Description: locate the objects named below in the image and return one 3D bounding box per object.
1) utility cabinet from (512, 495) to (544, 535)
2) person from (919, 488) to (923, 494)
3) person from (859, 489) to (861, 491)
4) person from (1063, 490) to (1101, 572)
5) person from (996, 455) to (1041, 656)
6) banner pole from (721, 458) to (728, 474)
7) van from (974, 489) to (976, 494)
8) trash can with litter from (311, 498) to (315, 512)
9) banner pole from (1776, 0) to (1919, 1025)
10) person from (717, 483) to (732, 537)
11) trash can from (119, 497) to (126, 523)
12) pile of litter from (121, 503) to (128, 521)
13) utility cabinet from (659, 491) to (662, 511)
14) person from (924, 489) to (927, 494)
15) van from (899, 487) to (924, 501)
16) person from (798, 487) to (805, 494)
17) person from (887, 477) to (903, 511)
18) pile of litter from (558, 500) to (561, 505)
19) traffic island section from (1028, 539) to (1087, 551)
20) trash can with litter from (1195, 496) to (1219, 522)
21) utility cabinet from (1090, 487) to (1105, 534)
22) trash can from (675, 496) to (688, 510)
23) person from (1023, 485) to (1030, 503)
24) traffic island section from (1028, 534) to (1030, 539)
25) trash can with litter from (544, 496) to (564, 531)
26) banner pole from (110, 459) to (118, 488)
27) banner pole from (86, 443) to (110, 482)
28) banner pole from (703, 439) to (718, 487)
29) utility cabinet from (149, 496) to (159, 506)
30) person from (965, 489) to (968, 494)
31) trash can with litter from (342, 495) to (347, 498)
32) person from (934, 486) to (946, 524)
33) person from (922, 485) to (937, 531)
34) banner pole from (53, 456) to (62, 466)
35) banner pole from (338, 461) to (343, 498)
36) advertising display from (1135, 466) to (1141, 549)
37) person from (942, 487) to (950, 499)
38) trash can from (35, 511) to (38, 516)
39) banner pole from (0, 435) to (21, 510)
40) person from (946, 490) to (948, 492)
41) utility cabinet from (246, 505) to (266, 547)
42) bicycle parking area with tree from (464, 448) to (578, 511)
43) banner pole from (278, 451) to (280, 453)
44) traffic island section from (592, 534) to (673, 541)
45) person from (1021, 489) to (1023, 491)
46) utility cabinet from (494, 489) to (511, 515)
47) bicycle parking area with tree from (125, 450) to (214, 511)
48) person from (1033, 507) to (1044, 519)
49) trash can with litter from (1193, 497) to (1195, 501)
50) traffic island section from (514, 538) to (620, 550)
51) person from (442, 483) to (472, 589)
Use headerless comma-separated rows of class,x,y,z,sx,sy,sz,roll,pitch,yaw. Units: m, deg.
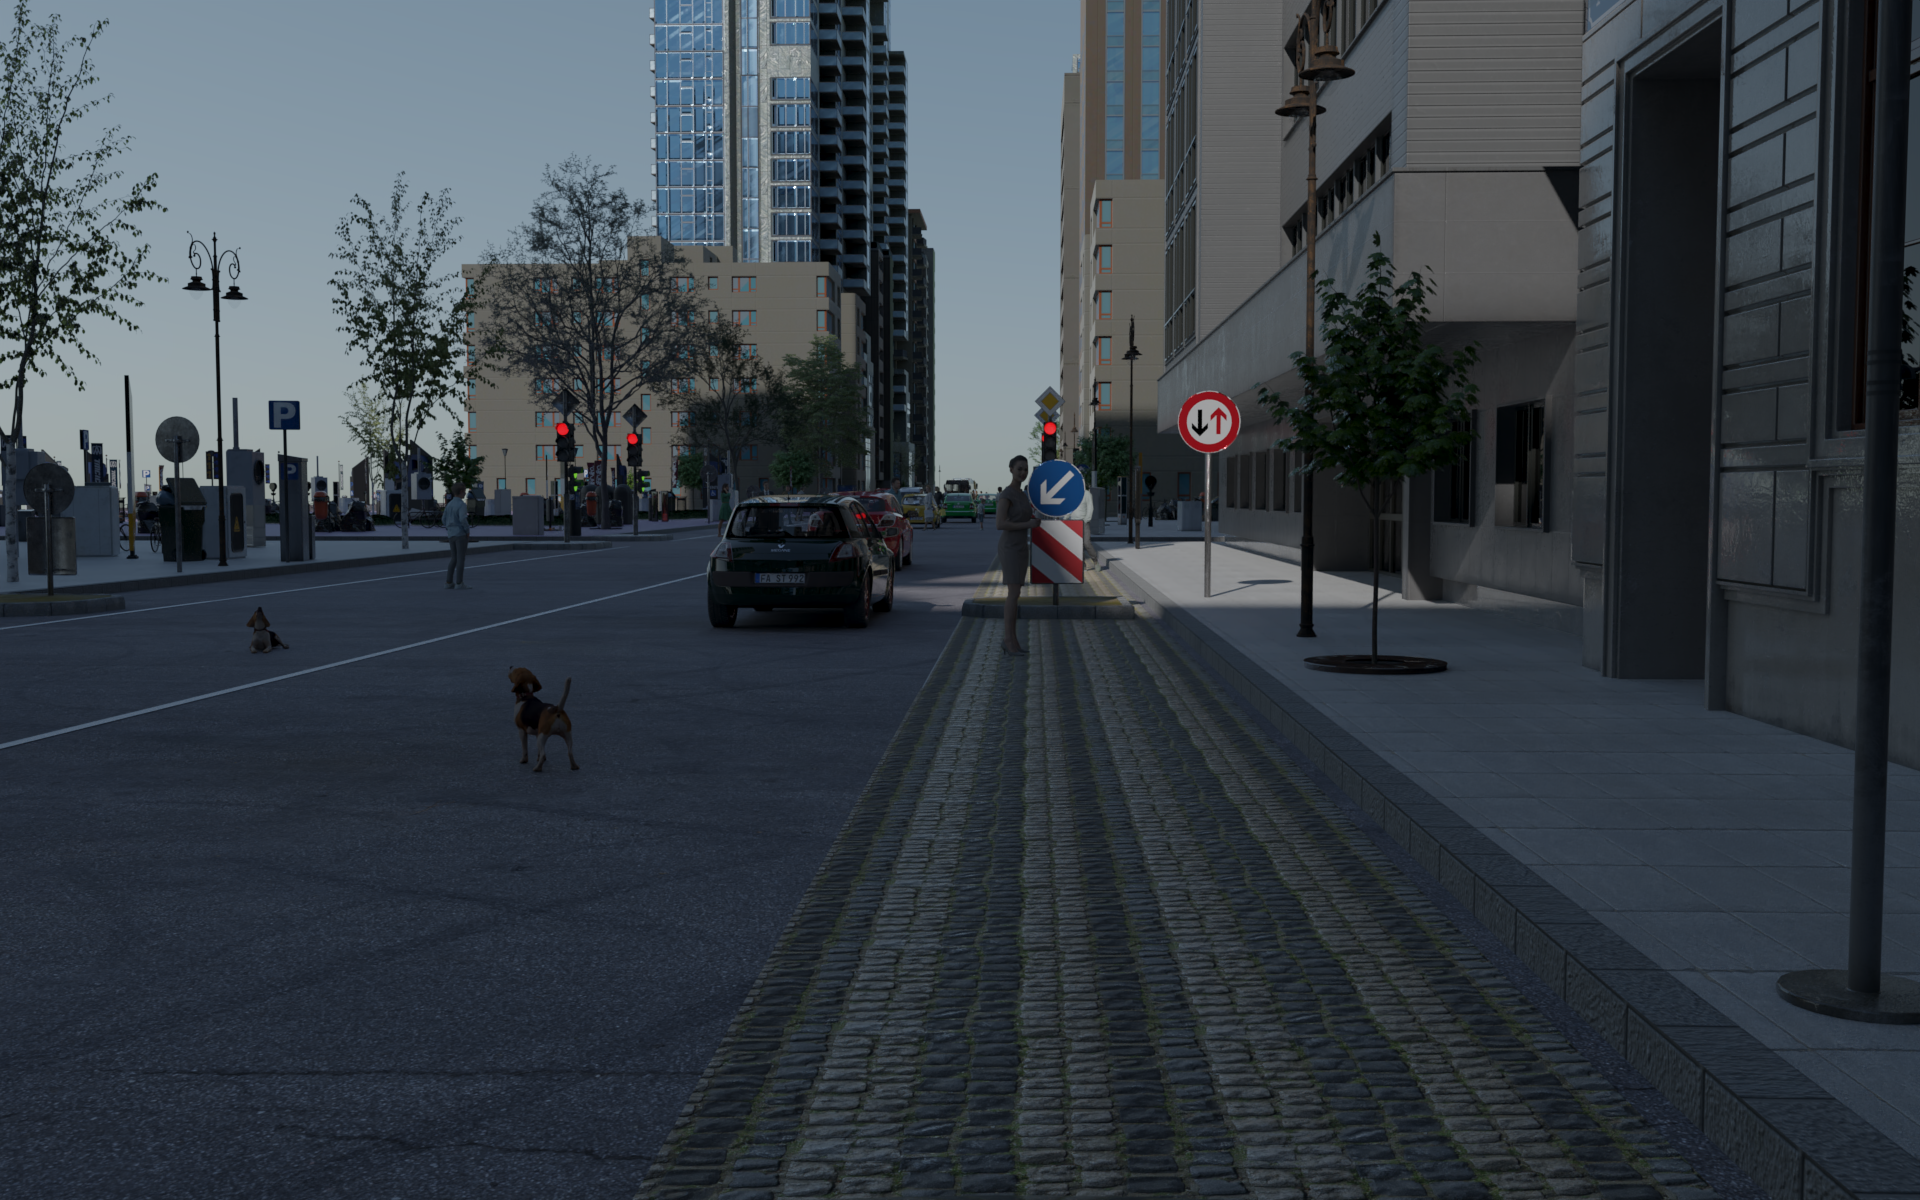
utility cabinet,-13.567,-2.646,54.425,1.020,1.237,0.306,2,4,24
person,-2.091,-5.090,92.469,0.760,1.731,0.466,-1,4,-17
person,-6.924,-6.790,119.852,0.374,1.781,0.599,2,4,29
person,2.186,-1.405,31.961,0.515,1.767,0.782,-3,5,-43
person,0.521,-0.406,15.485,0.374,1.781,0.599,2,4,25
banner pole,-14.428,-7.033,105.009,0.863,3.779,0.401,0,4,7
van,1.074,-13.382,223.181,2.240,2.365,5.245,0,4,3
trash can with litter,-41.995,-6.210,112.916,0.624,1.170,1.055,-2,4,-23
banner pole,2.511,-0.874,4.311,0.863,3.779,0.401,-1,4,-12
person,-7.843,-3.005,57.873,0.529,1.795,0.600,0,4,5
trash can,-36.930,-3.929,75.886,0.748,1.137,0.748,0,3,0
pile of litter,-39.863,-4.133,81.537,1.176,0.858,1.719,2,4,26
utility cabinet,-20.789,-6.928,121.947,0.318,1.500,1.173,-2,4,-34
person,-2.351,-6.863,120.810,0.767,1.812,0.694,-1,4,-22
van,-2.920,-5.747,100.969,2.013,2.044,4.112,0,4,3
person,-8.420,-5.101,92.029,0.709,1.813,0.853,3,5,44
person,-1.567,-1.927,40.021,0.620,1.820,0.660,2,4,27
pile of litter,-27.300,-6.352,117.824,1.719,0.858,1.176,0,4,4
traffic island section,2.366,-1.408,45.300,2.009,0.180,2.903,0,4,2
trash can with litter,11.679,-4.233,80.604,1.055,1.170,0.624,-2,4,-24
utility cabinet,4.368,-2.831,54.963,0.318,1.500,1.173,1,4,14
trash can,-17.378,-5.898,108.088,0.748,1.137,0.748,0,3,0
person,2.539,-3.576,67.233,0.793,1.790,0.793,0,4,5
traffic island section,2.690,-1.896,53.279,2.009,0.180,2.903,0,4,2
trash can with litter,-14.304,-3.044,60.830,1.678,1.210,2.233,-1,4,-16
banner pole,-53.836,-7.329,109.846,0.863,3.779,0.401,-3,4,-39
banner pole,-37.234,-5.164,74.447,0.863,3.779,0.401,-3,4,-38
banner pole,-11.453,-5.406,78.405,0.401,3.779,0.863,1,4,13
utility cabinet,-32.565,-3.635,70.597,1.020,1.237,0.306,2,4,30
person,0.467,-6.434,113.977,0.520,1.790,0.573,2,4,32
trash can with litter,-44.855,-7.076,126.755,2.233,1.210,1.678,2,4,30
person,-1.233,-4.479,81.947,0.699,1.804,1.509,-2,4,-25
person,-1.182,-3.593,67.599,0.624,1.780,0.694,0,3,0
banner pole,-59.706,-7.621,114.612,0.863,3.779,0.401,1,4,22
banner pole,-46.289,-8.530,129.484,0.863,3.779,0.401,3,5,44
advertising display,4.177,-2.171,40.709,0.123,1.923,0.974,0,4,4
person,-0.864,-6.123,108.381,0.659,1.850,0.755,1,4,19
trash can,-52.942,-5.384,99.677,0.748,1.137,0.748,0,3,0
banner pole,-35.175,-4.543,64.296,0.863,3.779,0.401,0,4,-5
person,-1.135,-7.101,125.268,0.598,1.740,0.731,0,3,0
utility cabinet,-17.229,-2.037,41.984,0.318,1.500,1.173,-3,5,-43
bicycle parking area with tree,-26.299,-7.399,107.978,8.231,4.147,9.016,2,4,35
banner pole,-39.337,-6.772,100.745,0.863,3.779,0.401,-2,4,-31
traffic island section,-10.091,-1.928,53.800,2.009,0.180,2.903,0,4,2
person,4.497,-7.294,127.734,0.794,1.824,0.713,-1,4,-23
utility cabinet,-20.456,-4.207,77.470,0.318,1.500,1.173,1,4,8
bicycle parking area with tree,-50.605,-7.847,115.304,9.016,4.147,8.231,-2,4,-30
person,2.958,-3.247,62.345,0.760,1.731,0.466,1,4,20
trash can with litter,11.461,-4.300,81.698,1.055,1.170,0.624,0,4,-3
traffic island section,-10.414,-1.440,45.821,2.009,0.180,2.903,0,4,2
person,-7.552,-0.966,26.097,0.330,1.601,0.589,-3,5,-41
